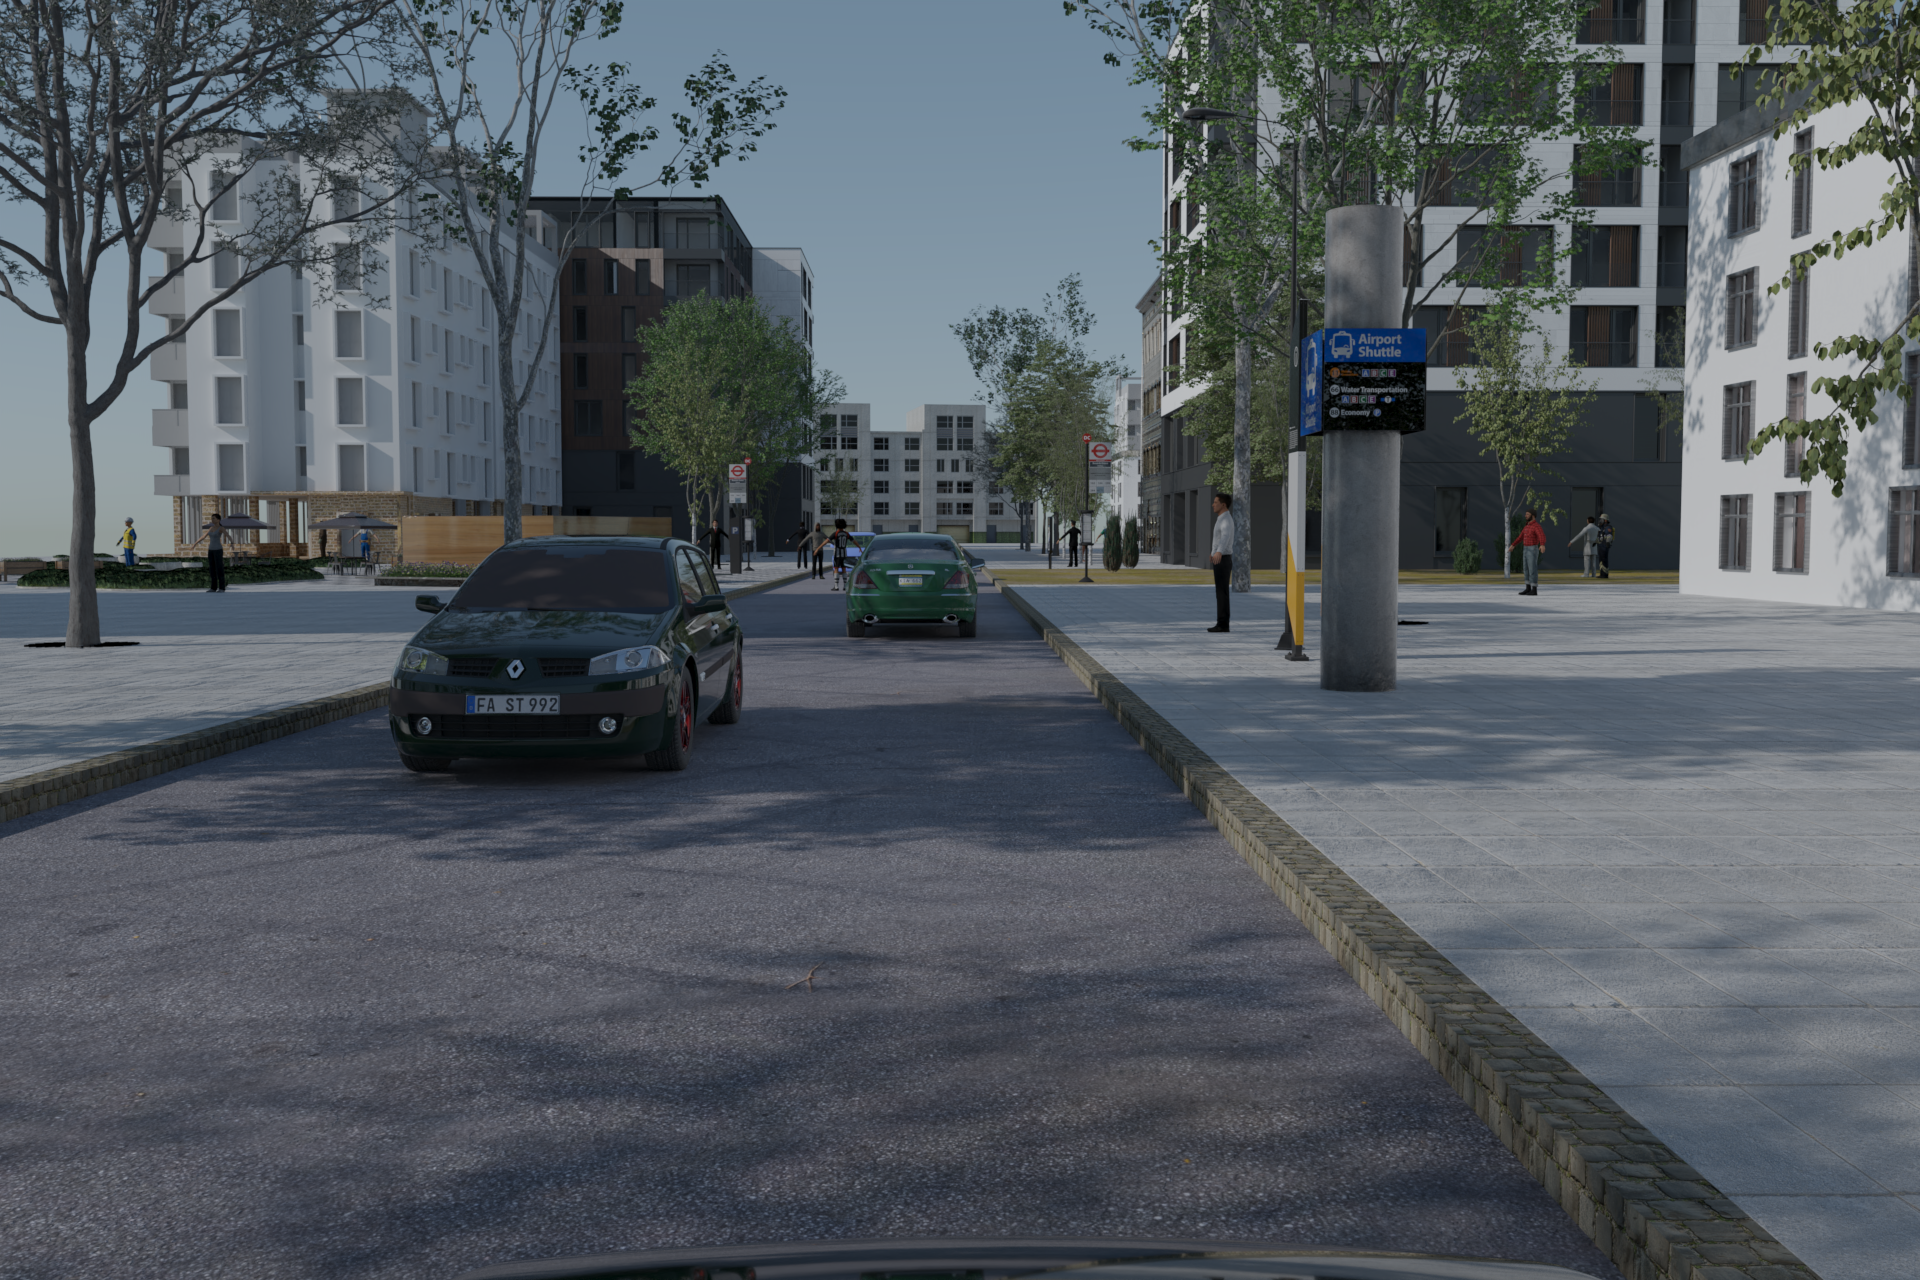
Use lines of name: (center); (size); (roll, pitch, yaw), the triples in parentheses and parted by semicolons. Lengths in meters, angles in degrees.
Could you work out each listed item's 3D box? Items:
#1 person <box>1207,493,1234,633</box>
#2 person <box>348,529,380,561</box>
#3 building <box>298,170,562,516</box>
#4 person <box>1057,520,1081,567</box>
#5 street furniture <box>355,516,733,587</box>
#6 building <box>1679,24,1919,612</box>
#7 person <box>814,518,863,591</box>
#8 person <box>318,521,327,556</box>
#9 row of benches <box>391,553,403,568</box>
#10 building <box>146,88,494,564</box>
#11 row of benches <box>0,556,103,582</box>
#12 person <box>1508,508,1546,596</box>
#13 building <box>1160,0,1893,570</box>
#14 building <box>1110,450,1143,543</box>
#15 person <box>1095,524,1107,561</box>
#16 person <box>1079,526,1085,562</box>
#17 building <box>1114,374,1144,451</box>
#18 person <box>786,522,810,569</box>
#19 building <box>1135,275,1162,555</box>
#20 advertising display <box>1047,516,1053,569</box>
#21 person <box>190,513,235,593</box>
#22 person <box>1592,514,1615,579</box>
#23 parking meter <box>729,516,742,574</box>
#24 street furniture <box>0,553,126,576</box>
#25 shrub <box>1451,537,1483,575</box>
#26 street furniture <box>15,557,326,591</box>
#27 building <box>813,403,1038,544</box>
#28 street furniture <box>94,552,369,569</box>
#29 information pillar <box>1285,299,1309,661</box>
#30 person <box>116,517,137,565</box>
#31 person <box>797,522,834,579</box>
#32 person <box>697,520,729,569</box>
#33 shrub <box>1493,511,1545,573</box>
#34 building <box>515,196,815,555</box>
person: (3.401, -1.009, 22.649); (0.704, 1.810, 1.344); (0, 4, 6)
person: (-23.666, -3.857, 68.917); (1.347, 1.847, 0.705); (1, 4, 10)
building: (-28.981, -14.377, 91.482); (16.016, 20.090, 11.380); (0, 4, 0)
person: (4.395, -3.754, 67.307); (1.347, 1.837, 0.705); (-2, 4, -24)
street furniture: (-10.594, -2.237, 43.431); (11.010, 1.723, 9.812); (2, 4, 24)
building: (20.182, -4.971, 23.428); (9.099, 9.664, 28.070); (0, 4, -1)
person: (-3.035, -2.150, 43.750); (1.345, 1.843, 0.704); (-2, 4, -28)
person: (-25.464, -3.852, 69.115); (0.704, 1.812, 1.346); (-1, 4, -18)
row of benches: (-17.228, -2.631, 58.479); (4.104, 0.672, 1.422); (-3, 4, -36)
building: (-28.599, -13.369, 75.004); (16.016, 20.090, 11.380); (0, 4, 0)
row of benches: (-25.663, -1.943, 47.227); (4.104, 0.672, 1.422); (-3, 5, -42)
person: (11.881, -1.837, 36.139); (0.704, 1.816, 1.345); (-1, 4, -12)
building: (22.687, -14.305, 77.861); (27.936, 21.610, 32.646); (0, 4, -1)
building: (20.816, -14.178, 173.963); (9.099, 9.664, 28.070); (0, 4, 0)
person: (6.218, -4.043, 72.225); (1.347, 1.817, 0.704); (-1, 4, -22)
person: (5.773, -4.501, 80.398); (0.721, 1.733, 1.217); (1, 4, 20)
building: (23.436, -21.324, 205.070); (16.016, 20.090, 11.380); (0, 4, 0)
person: (-5.801, -3.491, 63.797); (1.216, 1.740, 0.721); (0, 4, 1)
building: (21.343, -16.822, 105.968); (19.493, 23.208, 18.063); (0, 3, 0)
advertising display: (3.307, -3.573, 63.638); (0.123, 1.923, 0.974); (0, 4, -2)
person: (-16.387, -1.909, 38.019); (1.217, 1.737, 0.721); (1, 4, 22)
person: (18.562, -2.704, 49.986); (0.705, 1.856, 1.354); (0, 4, 3)
parking meter: (-7.250, -3.067, 55.859); (0.399, 1.863, 0.255); (0, 4, 0)
street furniture: (-31.025, -2.331, 53.731); (10.072, 0.657, 5.734); (-2, 4, -25)
shrub: (15.961, -2.653, 54.488); (1.383, 1.207, 1.383); (0, 3, 0)
street furniture: (-19.876, -1.741, 44.091); (5.734, 0.657, 10.072); (0, 4, 0)
building: (-6.262, -22.810, 241.856); (31.486, 18.905, 16.747); (-1, 4, -10)
street furniture: (-27.077, -2.939, 63.678); (10.072, 0.657, 5.734); (-1, 4, -12)
information pillar: (3.426, -1.605, 17.591); (0.183, 3.616, 0.504); (0, 3, 0)
person: (-24.176, -2.677, 50.229); (1.216, 1.772, 0.721); (3, 5, 43)
person: (-4.501, -2.829, 54.832); (1.348, 1.813, 0.705); (-1, 4, -17)
person: (-8.856, -3.459, 62.749); (1.347, 1.806, 0.705); (-1, 4, -10)
shrub: (18.326, -3.204, 56.808); (1.690, 2.028, 1.600); (0, 3, 0)
building: (-25.224, -16.966, 121.374); (27.936, 21.610, 32.646); (0, 4, -1)
